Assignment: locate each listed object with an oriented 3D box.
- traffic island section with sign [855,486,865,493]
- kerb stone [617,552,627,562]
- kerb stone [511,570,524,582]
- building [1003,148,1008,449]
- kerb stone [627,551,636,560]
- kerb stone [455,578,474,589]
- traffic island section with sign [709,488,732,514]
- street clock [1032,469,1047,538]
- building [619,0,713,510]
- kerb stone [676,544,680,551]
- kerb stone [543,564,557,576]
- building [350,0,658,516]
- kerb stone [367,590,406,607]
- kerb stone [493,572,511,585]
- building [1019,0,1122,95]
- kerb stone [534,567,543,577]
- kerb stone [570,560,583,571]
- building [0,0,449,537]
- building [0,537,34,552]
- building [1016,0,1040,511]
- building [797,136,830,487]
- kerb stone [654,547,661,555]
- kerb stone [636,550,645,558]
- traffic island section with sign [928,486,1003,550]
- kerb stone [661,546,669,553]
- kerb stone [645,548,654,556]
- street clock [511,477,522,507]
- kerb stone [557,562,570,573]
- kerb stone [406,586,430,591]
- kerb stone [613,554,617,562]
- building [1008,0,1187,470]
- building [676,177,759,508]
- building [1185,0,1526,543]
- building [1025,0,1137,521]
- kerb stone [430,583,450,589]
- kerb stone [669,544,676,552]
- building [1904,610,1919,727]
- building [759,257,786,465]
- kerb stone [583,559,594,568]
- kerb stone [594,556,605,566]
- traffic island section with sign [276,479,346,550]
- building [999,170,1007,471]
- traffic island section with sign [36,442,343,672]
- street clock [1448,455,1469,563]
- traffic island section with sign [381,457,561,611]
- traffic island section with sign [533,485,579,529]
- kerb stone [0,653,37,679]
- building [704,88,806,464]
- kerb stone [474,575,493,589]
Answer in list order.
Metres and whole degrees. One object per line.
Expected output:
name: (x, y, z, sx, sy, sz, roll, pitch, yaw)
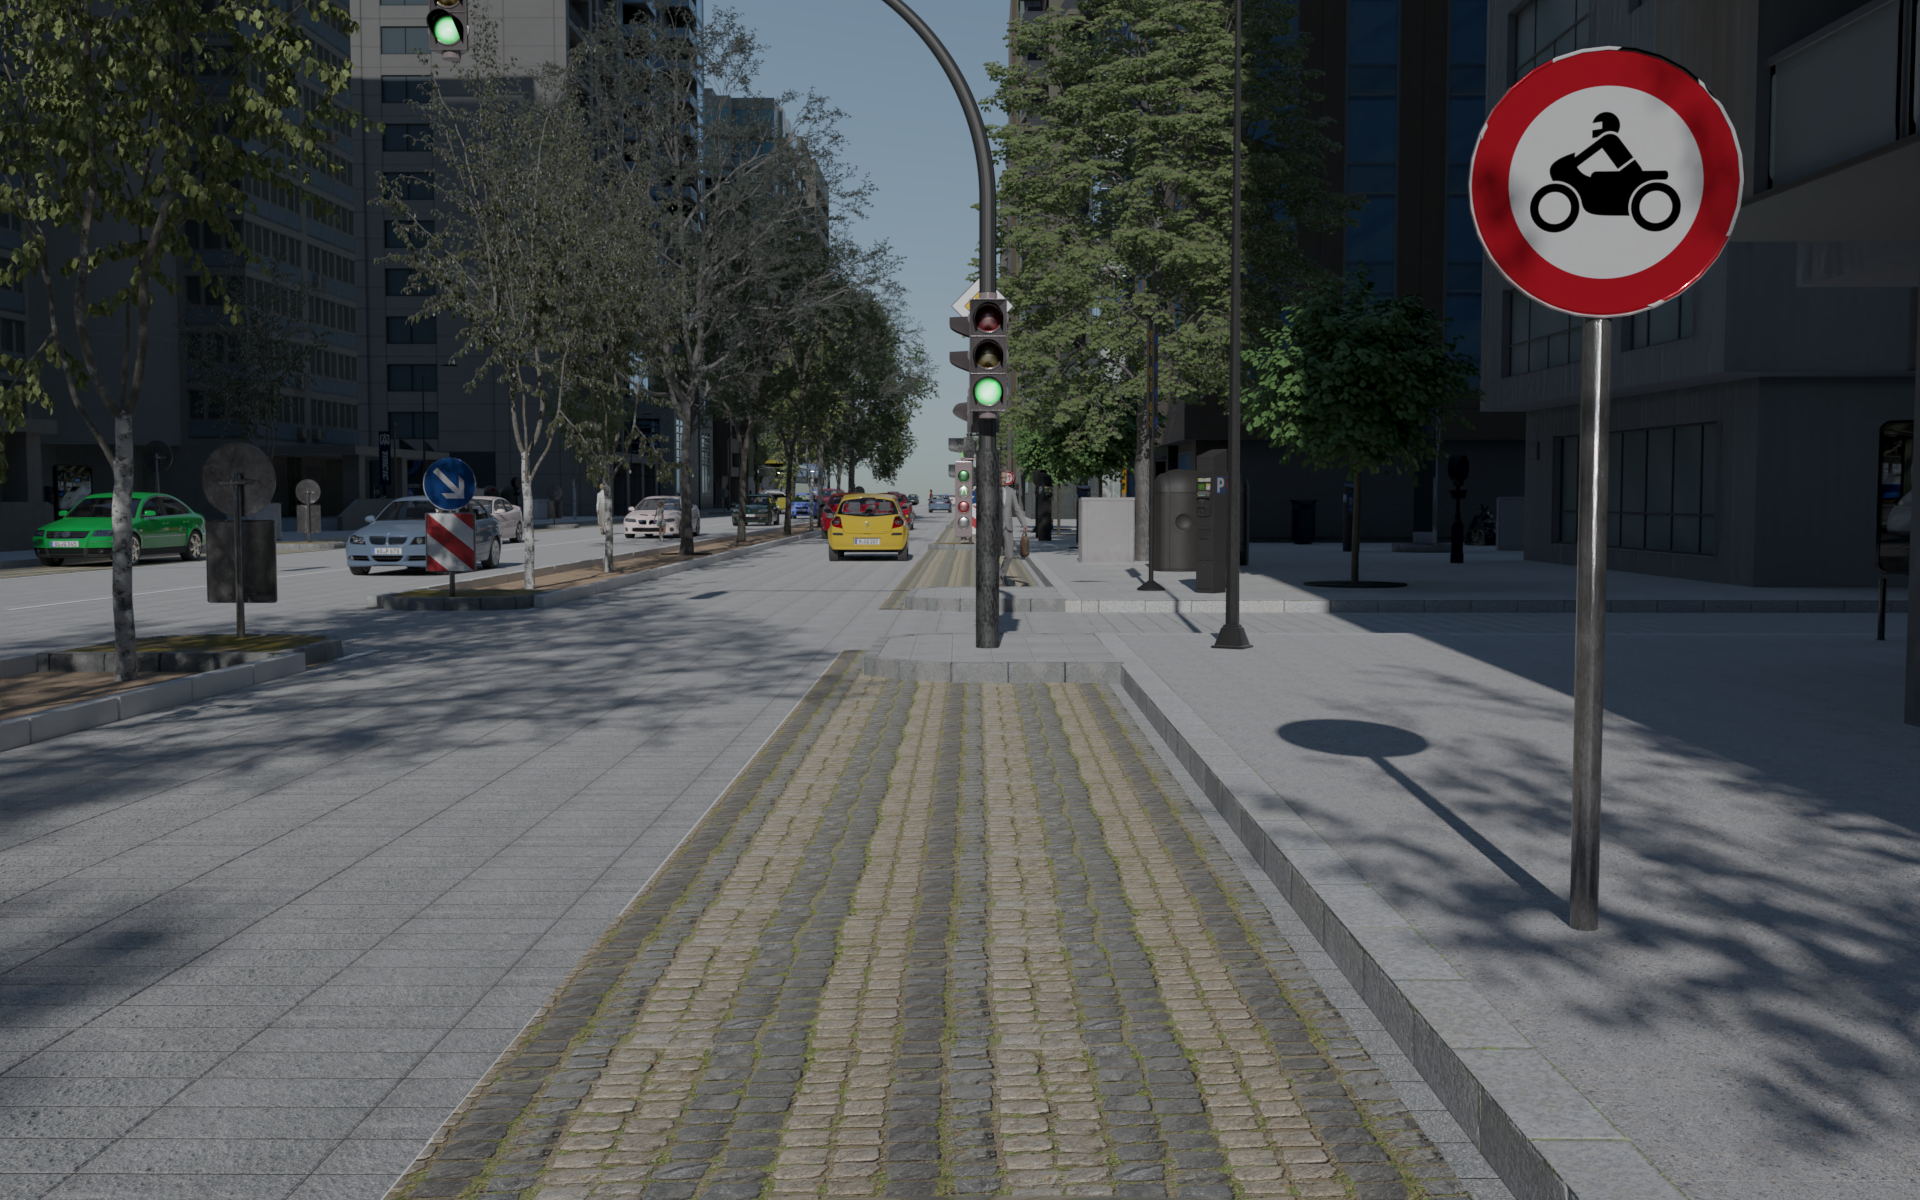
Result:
traffic island section with sign: (-5.720, -5.456, 97.344, 2.006, 1.907, 1.989, 0, 4, 0)
kerb stone: (-7.261, -0.881, 36.605, 0.120, 0.150, 1.000, 0, 4, 0)
kerb stone: (-7.330, -0.378, 28.422, 0.120, 0.150, 1.000, 0, 4, 0)
building: (16.335, -33.737, 206.228, 22.147, 44.769, 28.867, 0, 4, 0)
kerb stone: (-7.263, -0.944, 37.629, 0.120, 0.150, 1.000, 0, 4, 0)
kerb stone: (-7.358, -0.193, 25.356, 0.120, 0.150, 1.000, 0, 4, 0)
traffic island section with sign: (-16.611, -6.940, 122.102, 1.989, 1.847, 2.006, 0, 4, 0)
street clock: (2.325, -2.801, 50.370, 0.358, 2.002, 0.471, 3, 5, 40)
building: (-30.779, -50.164, 132.851, 22.319, 86.520, 31.000, 0, 4, 0)
kerb stone: (-7.201, -1.320, 43.778, 0.120, 0.150, 1.000, 0, 4, 0)
kerb stone: (-7.322, -0.506, 30.466, 0.120, 0.150, 1.000, 0, 4, 0)
building: (-30.092, -40.922, 107.331, 20.563, 71.187, 20.611, 0, 4, 0)
kerb stone: (-7.390, -0.005, 22.280, 0.120, 0.150, 1.000, 0, 4, 0)
kerb stone: (-7.342, -0.318, 27.400, 0.120, 0.150, 1.000, 0, 4, 0)
building: (15.120, -28.115, 114.299, 22.147, 44.769, 28.867, 0, 4, 0)
kerb stone: (-7.324, -0.443, 29.444, 0.120, 0.150, 1.000, 0, 4, 0)
kerb stone: (-7.298, -0.625, 32.517, 0.120, 0.150, 1.000, 0, 4, 0)
building: (-37.565, -22.893, 66.186, 32.217, 40.220, 23.993, 0, 4, 0)
building: (-37.345, -20.940, 34.250, 32.217, 40.220, 23.993, 0, 4, 0)
building: (11.403, -27.667, 135.945, 14.154, 41.232, 14.086, 0, 4, 0)
building: (-29.433, -37.566, 237.897, 21.300, 48.544, 21.600, 0, 4, 0)
kerb stone: (-7.233, -1.132, 40.708, 0.120, 0.150, 1.000, 0, 4, 0)
kerb stone: (-7.245, -1.003, 38.658, 0.120, 0.150, 1.000, 0, 4, 0)
traffic island section with sign: (0.170, -2.208, 44.735, 1.989, 1.847, 2.006, 0, 4, 0)
kerb stone: (-7.223, -1.193, 41.732, 0.120, 0.150, 1.000, 0, 4, 0)
kerb stone: (-7.226, -1.070, 39.686, 0.120, 0.150, 1.000, 0, 4, 0)
street clock: (-18.792, -4.212, 73.428, 0.358, 2.002, 0.471, 1, 4, 21)
kerb stone: (-7.306, -0.568, 31.489, 0.120, 0.150, 1.000, 0, 4, 0)
kerb stone: (-7.381, -0.065, 23.311, 0.120, 0.150, 1.000, 0, 4, 0)
kerb stone: (-7.268, -0.819, 35.583, 0.120, 0.150, 1.000, 0, 4, 0)
building: (11.215, -30.601, 150.443, 14.600, 45.320, 14.200, 0, 4, 0)
building: (-26.552, -23.568, 157.039, 14.160, 30.474, 14.107, 0, 4, 0)
building: (12.789, -24.510, 50.848, 14.600, 45.320, 14.200, 0, 4, 0)
building: (14.723, -46.939, 80.118, 22.319, 86.520, 31.000, 0, 4, 0)
kerb stone: (-7.370, -0.130, 24.334, 0.120, 0.150, 1.000, 0, 4, 0)
kerb stone: (-7.209, -1.257, 42.754, 0.120, 0.150, 1.000, 0, 4, 0)
building: (10.570, -19.684, 5.432, 14.154, 41.232, 14.086, 0, 4, 0)
building: (-26.692, -25.537, 189.232, 14.160, 30.474, 14.107, 0, 4, 0)
kerb stone: (-7.300, -0.694, 33.539, 0.120, 0.150, 1.000, 0, 4, 0)
kerb stone: (-7.287, -0.745, 34.562, 0.120, 0.150, 1.000, 0, 4, 0)
traffic island section with sign: (-17.242, -2.246, 45.342, 1.989, 1.847, 2.006, 0, 4, 0)
building: (16.429, -38.040, 245.661, 21.300, 48.544, 21.600, 0, 4, 0)
traffic island section with sign: (-6.412, -0.408, 14.801, 2.006, 1.907, 1.989, 0, 4, 0)
street clock: (9.217, -1.682, 32.066, 0.358, 2.002, 0.471, 3, 4, 39)
traffic island section with sign: (-6.341, -0.861, 22.208, 2.006, 1.907, 1.989, 0, 4, 0)
traffic island section with sign: (-17.008, -3.894, 72.296, 1.989, 1.847, 2.006, 0, 4, 0)
kerb stone: (-7.457, 0.530, 13.523, 0.120, 0.150, 1.000, 0, 4, 0)
building: (-30.609, -36.210, 211.639, 23.786, 49.044, 30.456, 0, 4, 0)
kerb stone: (-7.347, -0.256, 26.378, 0.120, 0.150, 1.000, 0, 4, 0)
